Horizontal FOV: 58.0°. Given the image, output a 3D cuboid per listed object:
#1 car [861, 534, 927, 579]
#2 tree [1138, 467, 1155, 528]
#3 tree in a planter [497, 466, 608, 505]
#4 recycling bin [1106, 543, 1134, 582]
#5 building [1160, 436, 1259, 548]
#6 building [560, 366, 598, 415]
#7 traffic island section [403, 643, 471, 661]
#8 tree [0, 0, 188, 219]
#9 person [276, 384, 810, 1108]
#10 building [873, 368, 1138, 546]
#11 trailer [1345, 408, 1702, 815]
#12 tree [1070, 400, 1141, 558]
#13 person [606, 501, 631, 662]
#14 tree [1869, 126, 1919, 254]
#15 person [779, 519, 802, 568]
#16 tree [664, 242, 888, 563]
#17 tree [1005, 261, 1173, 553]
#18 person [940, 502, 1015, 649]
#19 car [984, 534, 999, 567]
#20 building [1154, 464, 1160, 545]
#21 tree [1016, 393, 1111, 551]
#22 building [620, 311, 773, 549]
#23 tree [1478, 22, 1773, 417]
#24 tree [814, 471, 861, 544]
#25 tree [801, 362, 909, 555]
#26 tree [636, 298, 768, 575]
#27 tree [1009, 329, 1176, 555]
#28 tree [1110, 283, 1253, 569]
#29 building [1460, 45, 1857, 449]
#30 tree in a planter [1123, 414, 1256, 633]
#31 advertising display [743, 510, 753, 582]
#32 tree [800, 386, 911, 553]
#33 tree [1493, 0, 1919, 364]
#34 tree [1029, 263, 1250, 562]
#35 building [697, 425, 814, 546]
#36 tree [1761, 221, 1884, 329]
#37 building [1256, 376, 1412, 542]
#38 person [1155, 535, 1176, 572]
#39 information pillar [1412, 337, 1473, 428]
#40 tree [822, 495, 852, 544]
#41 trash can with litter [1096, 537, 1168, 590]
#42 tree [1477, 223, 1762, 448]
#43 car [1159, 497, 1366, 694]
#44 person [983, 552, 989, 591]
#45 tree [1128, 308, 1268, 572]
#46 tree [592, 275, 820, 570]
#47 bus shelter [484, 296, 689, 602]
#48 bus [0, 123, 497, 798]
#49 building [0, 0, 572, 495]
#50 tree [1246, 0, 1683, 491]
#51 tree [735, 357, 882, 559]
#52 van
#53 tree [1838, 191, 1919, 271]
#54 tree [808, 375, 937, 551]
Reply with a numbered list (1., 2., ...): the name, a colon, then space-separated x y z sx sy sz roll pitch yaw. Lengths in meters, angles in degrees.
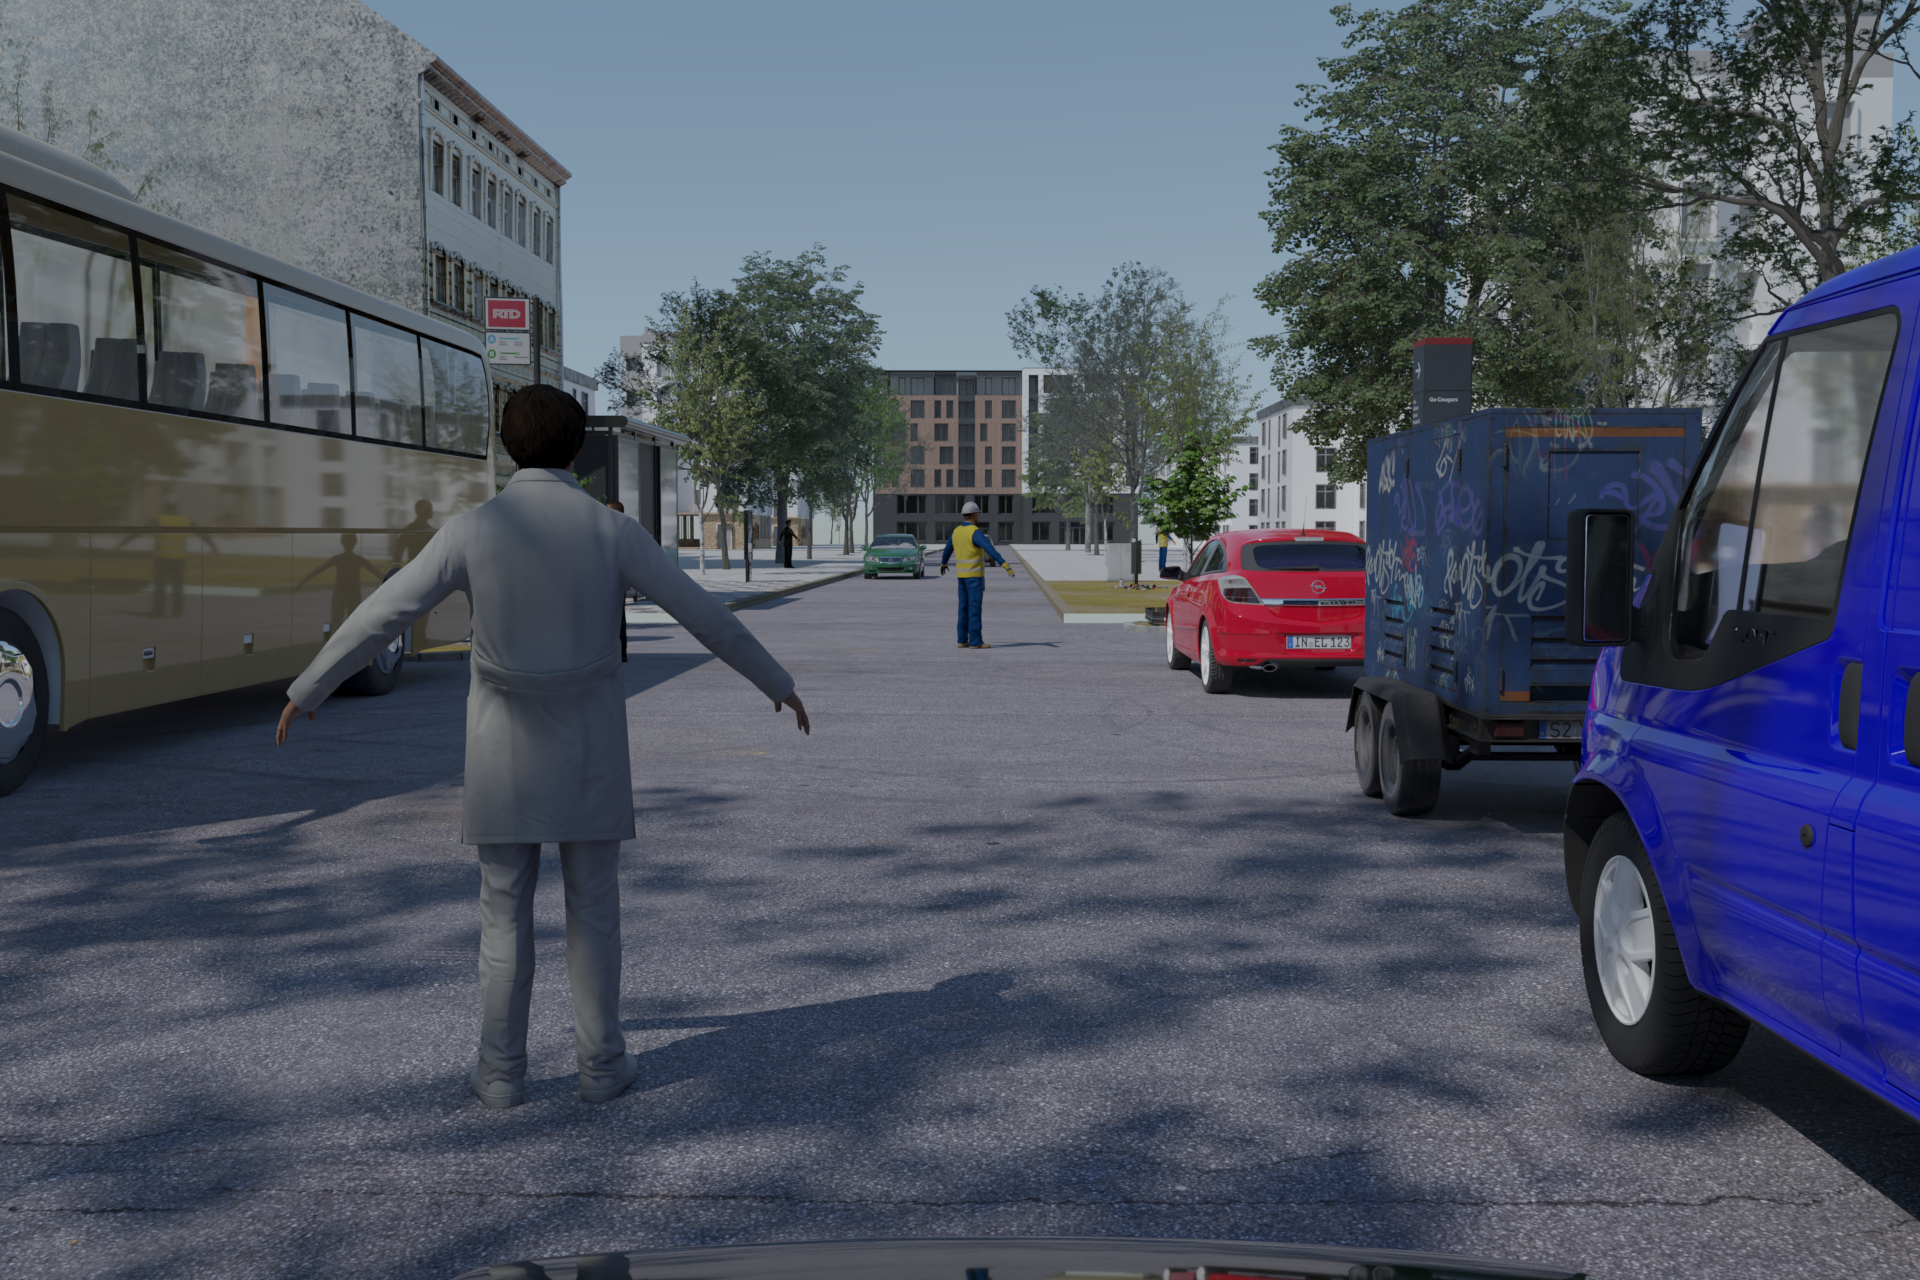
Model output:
1. car: -2.122 -2.736 56.534 2.131 1.459 4.920 0 4 1
2. tree: 26.581 -18.785 225.266 7.486 12.596 7.792 0 3 0
3. tree in a planter: -6.244 -1.741 25.690 1.991 3.239 1.994 0 4 2
4. recycling bin: 4.324 -2.096 46.824 0.722 1.027 0.722 0 4 1
5. building: 24.397 -13.484 162.614 9.099 9.664 28.070 0 4 1
6. building: -24.218 -9.309 94.356 9.099 9.664 28.070 0 4 0
7. traffic island section: -6.398 0.145 20.501 1.991 0.108 1.994 0 4 1
8. tree: -12.797 -4.383 22.017 4.360 8.622 3.978 0 3 0
9. person: -1.048 0.259 4.413 1.347 1.806 0.705 -1 4 -10
10. building: 5.336 -23.146 224.861 32.646 21.610 27.936 0 4 -1
11. trailer: 2.926 -0.169 9.814 1.471 1.999 3.904 0 4 2
12. tree: 7.806 -8.679 92.270 4.737 8.622 4.395 0 3 0
13. person: -3.885 -0.658 19.445 0.704 1.802 1.346 -1 4 -14
14. tree: 17.386 -4.809 28.982 4.737 8.622 4.395 0 3 0
15. person: -6.409 -3.608 64.931 0.705 1.837 1.347 -3 5 -43
16. tree: -7.917 -10.335 75.634 9.857 13.997 8.962 0 3 0
17. tree: 10.312 -16.081 118.811 12.611 20.169 13.585 0 3 0
18. person: 0.155 -0.813 21.725 0.705 1.833 1.349 -3 5 -41
19. car: 0.728 -4.106 76.923 2.009 1.686 4.222 0 4 0
20. building: 27.110 -15.226 191.096 9.099 9.664 28.070 0 4 1
21. tree: 8.184 -13.194 133.845 7.486 12.596 7.792 0 3 0
22. building: -22.567 -17.804 147.510 16.016 20.090 11.380 0 4 0
23. tree: 9.869 -4.599 25.554 4.360 8.622 3.978 0 3 0
24. tree: -16.053 -17.451 219.740 7.601 10.594 8.767 1 4 10
25. tree: -6.889 -10.907 104.091 9.928 11.665 9.643 0 3 0
26. tree: -8.021 -6.327 53.814 4.737 8.622 4.395 0 3 0
27. tree: 8.118 -11.837 103.899 12.009 13.543 11.850 0 3 0
28. tree: 6.885 -6.128 50.548 4.360 8.622 3.978 0 3 0
29. building: 26.797 -13.281 73.567 16.016 20.090 11.380 0 4 2
30. tree in a planter: 3.479 -1.757 25.955 1.991 3.239 1.994 0 4 1
31. advertising display: -5.678 -2.524 46.476 0.123 1.923 0.974 0 4 0
32. tree: -7.219 -11.668 116.523 9.928 11.665 9.643 0 3 0
33. tree: 9.195 -5.052 17.010 8.767 10.594 7.601 3 4 38
34. tree: 7.955 -10.275 78.369 12.009 13.543 11.850 0 3 0
35. building: -22.040 -20.120 185.386 16.016 20.090 11.380 0 4 2
36. tree: 20.426 -5.504 40.355 4.360 8.622 3.978 0 3 0
37. building: 24.535 -9.952 104.866 9.099 9.664 28.070 0 4 1
38. person: 6.936 -3.187 58.568 0.721 1.772 1.216 -2 4 -25
39. information pillar: 6.428 -2.067 23.173 0.750 3.857 0.750 0 4 1
40. tree: -16.036 -16.892 226.549 4.737 8.622 4.395 0 3 0
41. trash can with litter: 4.038 -1.798 40.456 1.678 1.210 2.233 0 4 2
42. tree: 17.945 -6.883 46.955 8.767 10.594 7.601 0 4 5
43. car: 3.090 -0.488 17.021 2.155 1.783 4.494 0 4 0
44. person: 0.460 -1.925 43.204 0.599 1.433 0.991 2 4 31
45. tree: 7.664 -6.519 56.952 4.737 8.622 4.395 0 3 0
46. tree: -8.667 -7.834 62.506 7.601 10.594 8.767 3 5 44
47. bus shelter: -6.883 -3.327 32.032 2.179 5.291 8.768 0 4 1
48. bus: -6.308 -1.283 12.529 2.896 3.916 12.252 0 4 1
49. building: -26.148 -14.259 64.056 19.493 23.208 18.063 0 4 1
50. tree: 10.552 -8.015 37.699 9.857 13.997 8.962 0 3 0
51. tree: -7.727 -9.347 87.241 8.767 10.594 7.601 1 4 11
52. van: 2.651 0.094 2.844 2.240 2.365 5.245 0 4 1
53. tree: 19.087 -5.139 34.383 4.737 8.622 4.395 0 3 0
54. tree: -6.847 -13.331 128.331 12.009 13.543 11.850 0 3 0
